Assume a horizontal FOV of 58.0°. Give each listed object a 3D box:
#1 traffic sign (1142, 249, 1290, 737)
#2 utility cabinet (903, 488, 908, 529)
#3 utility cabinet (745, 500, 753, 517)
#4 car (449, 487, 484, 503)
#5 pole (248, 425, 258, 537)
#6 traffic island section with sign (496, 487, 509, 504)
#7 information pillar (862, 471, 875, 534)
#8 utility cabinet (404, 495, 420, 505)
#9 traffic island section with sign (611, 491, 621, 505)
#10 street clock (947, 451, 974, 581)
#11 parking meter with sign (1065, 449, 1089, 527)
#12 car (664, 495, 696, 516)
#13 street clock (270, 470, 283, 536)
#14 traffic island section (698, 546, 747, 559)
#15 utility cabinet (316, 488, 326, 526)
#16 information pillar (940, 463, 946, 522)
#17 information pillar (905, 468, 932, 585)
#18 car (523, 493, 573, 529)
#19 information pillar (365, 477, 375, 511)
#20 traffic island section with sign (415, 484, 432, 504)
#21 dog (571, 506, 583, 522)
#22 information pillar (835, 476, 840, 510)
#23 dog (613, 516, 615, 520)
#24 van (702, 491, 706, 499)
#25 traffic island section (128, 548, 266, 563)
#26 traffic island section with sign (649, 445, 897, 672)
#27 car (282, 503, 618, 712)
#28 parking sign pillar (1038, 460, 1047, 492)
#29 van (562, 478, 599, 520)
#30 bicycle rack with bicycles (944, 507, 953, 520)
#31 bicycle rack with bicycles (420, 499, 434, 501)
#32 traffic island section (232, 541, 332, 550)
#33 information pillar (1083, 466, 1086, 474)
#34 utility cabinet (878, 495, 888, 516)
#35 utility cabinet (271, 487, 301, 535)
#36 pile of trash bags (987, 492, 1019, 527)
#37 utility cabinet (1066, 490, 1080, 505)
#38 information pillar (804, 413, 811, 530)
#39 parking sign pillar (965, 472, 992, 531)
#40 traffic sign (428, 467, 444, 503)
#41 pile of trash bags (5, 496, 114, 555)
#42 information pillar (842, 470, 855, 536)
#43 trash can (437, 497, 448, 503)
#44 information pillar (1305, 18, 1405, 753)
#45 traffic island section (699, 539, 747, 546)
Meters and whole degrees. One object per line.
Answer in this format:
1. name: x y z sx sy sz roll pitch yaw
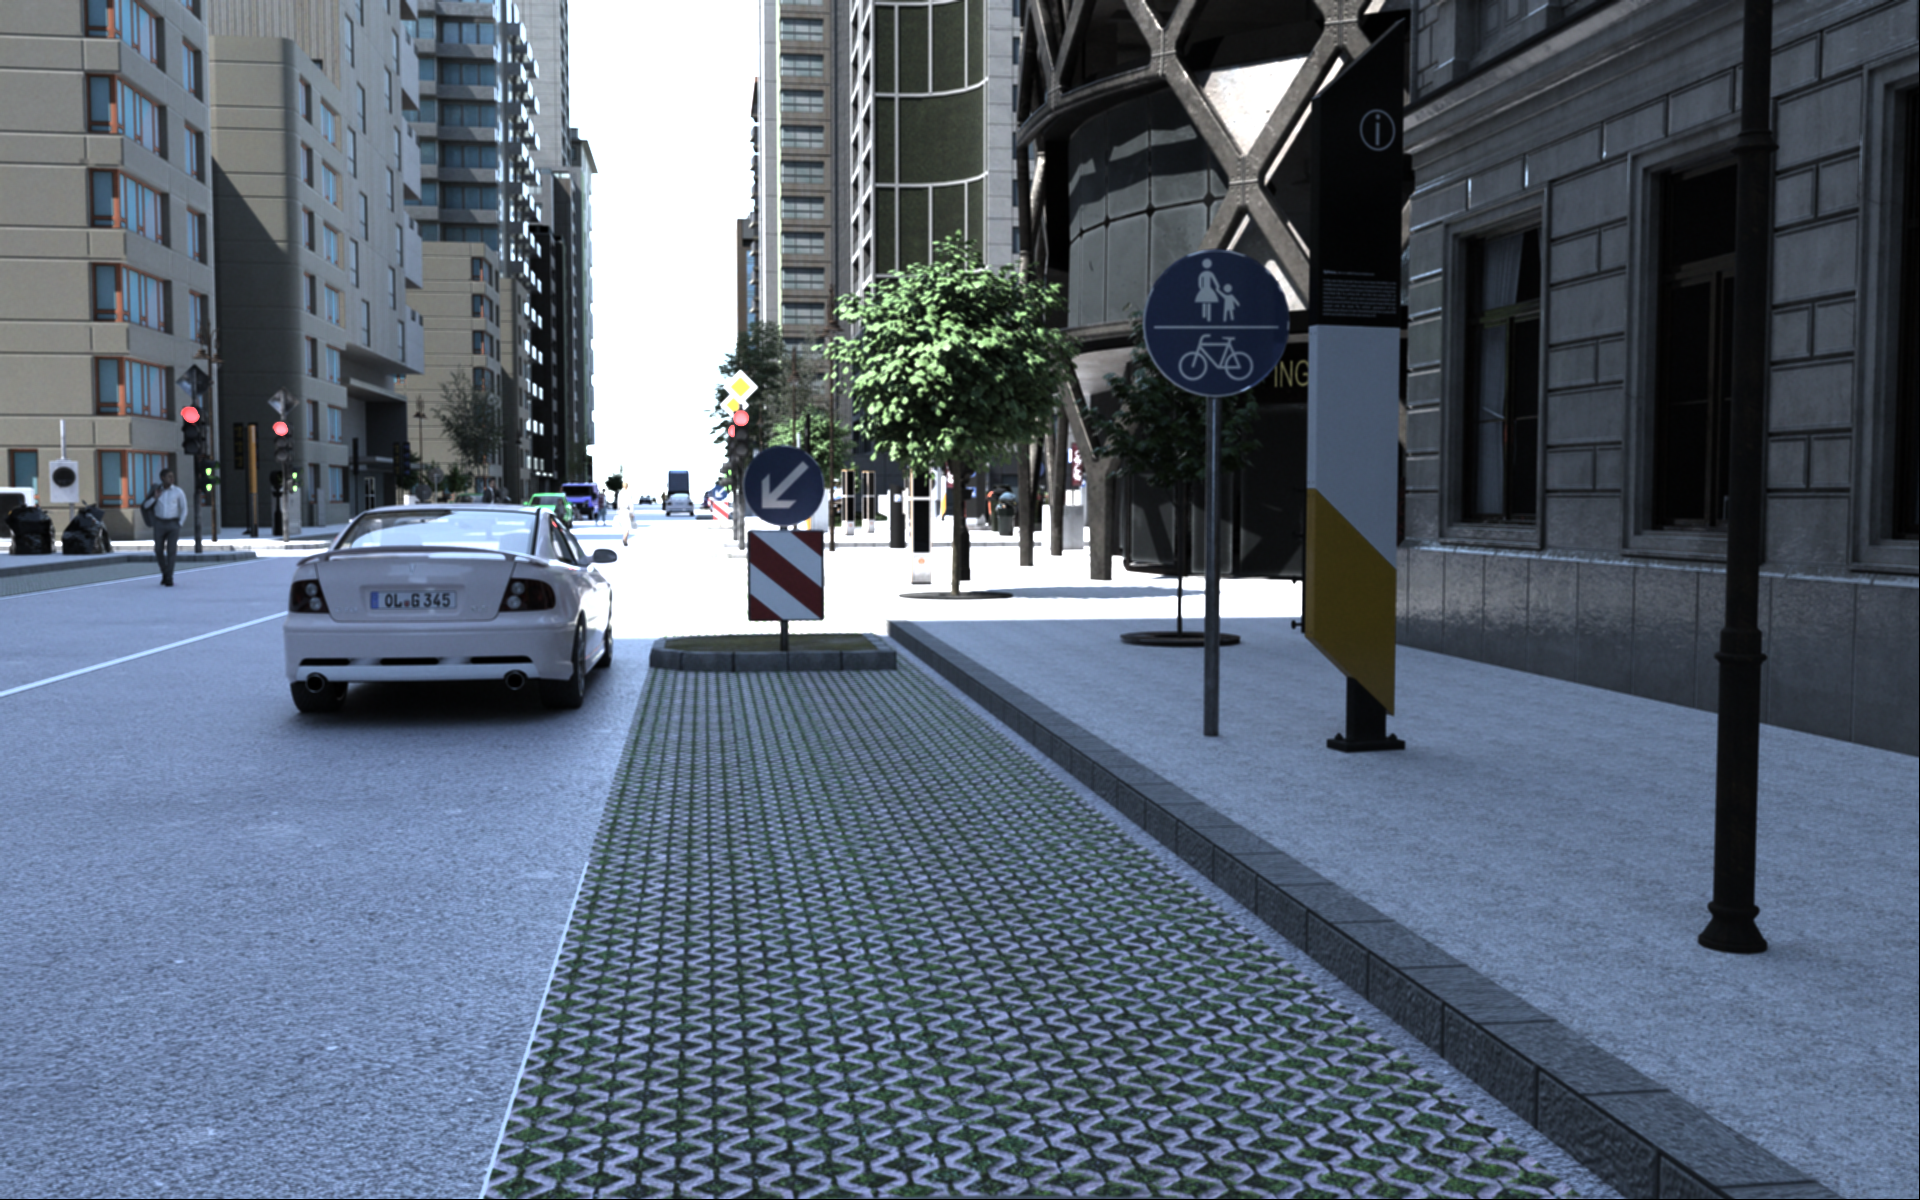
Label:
1. traffic sign: 1.335 -0.551 9.123 0.768 2.556 0.104 0 4 0
2. utility cabinet: -1.802 -3.294 62.536 0.318 1.500 1.173 -1 4 -15
3. utility cabinet: -11.954 -5.312 98.014 0.306 1.237 1.020 0 4 2
4. car: -22.600 -4.375 80.329 1.959 1.807 4.718 0 4 -8
5. pole: -20.894 -3.507 51.185 0.158 3.312 0.155 0 3 0
6. traffic island section with sign: -25.021 -5.271 94.809 1.989 1.847 2.006 -1 4 -8
7. information pillar: -2.953 -3.154 56.057 0.304 2.012 0.304 -3 5 -41
8. utility cabinet: -27.403 -4.615 86.621 0.306 1.237 1.020 1 4 13
9. traffic island section with sign: -44.263 -13.228 224.902 1.989 1.847 2.006 -1 4 -8
10. street clock: 0.033 -1.282 25.531 0.358 2.002 0.471 -2 4 -34
11. parking meter with sign: 5.012 -4.315 66.812 1.738 3.016 0.543 -2 4 -35
12. car: -18.560 -6.265 114.787 2.083 1.381 4.827 -1 4 -9
13. street clock: -20.837 -2.957 52.921 0.358 2.002 0.471 1 4 13
14. traffic island section: -4.926 -1.040 39.293 2.009 0.180 2.903 -1 4 -8
15. utility cabinet: -25.076 -3.629 68.008 0.318 1.500 1.173 -1 4 -22
16. information pillar: -0.770 -5.481 80.971 0.183 3.616 0.504 -1 4 -18
17. information pillar: -0.566 -1.222 24.475 0.304 2.012 0.304 -1 4 -10
18. car: -16.955 -3.830 71.417 1.959 1.807 4.718 -1 4 -10
19. information pillar: -26.089 -4.409 76.586 0.304 2.012 0.304 2 4 32
20. traffic island section with sign: -21.054 -3.629 67.956 1.989 1.847 2.006 -1 4 -8
21. dog: -19.832 -4.481 90.098 0.513 0.831 0.800 -3 5 -43
22. information pillar: -6.134 -5.765 85.618 0.504 3.616 0.183 3 5 44
23. dog: -16.222 -3.793 82.205 0.748 0.427 0.550 -2 4 -34
24. van: -32.400 -13.280 224.133 2.013 2.044 4.112 -1 4 -8
25. traffic island section: -16.543 -0.936 37.586 2.009 0.180 2.903 -1 4 -8
26. traffic island section with sign: -1.640 -0.378 14.805 1.989 1.847 2.006 -1 4 -8
27. car: -3.628 -0.030 12.845 2.083 1.381 4.827 0 4 -7
28. parking sign pillar: 4.357 -6.828 100.111 1.447 3.967 1.447 -1 4 -9
29. van: -21.387 -5.678 97.227 2.240 2.365 5.245 0 4 -7
30. bicycle rack with bicycles: 0.654 -4.503 87.009 2.925 0.926 2.852 -3 4 -38
31. bicycle rack with bicycles: -36.244 -6.380 117.702 2.852 0.926 2.925 -1 4 -23
32. traffic island section: -17.711 -1.419 45.485 2.009 0.180 2.903 -1 4 -8
33. information pillar: 6.379 -5.920 88.150 0.183 3.616 0.504 -3 4 -36
34. utility cabinet: -4.005 -5.117 94.817 1.020 1.237 0.306 3 5 42
35. utility cabinet: -20.924 -2.761 53.825 0.318 1.500 1.173 1 4 9
36. pile of trash bags: 1.888 -3.480 66.648 1.912 1.369 3.447 2 4 23
37. utility cabinet: 6.537 -5.402 97.001 1.173 1.500 0.318 1 4 13
38. information pillar: -4.419 -3.598 50.186 0.183 3.616 0.504 -1 4 -16
39. parking sign pillar: 0.543 -4.384 60.157 1.447 3.967 1.447 1 4 14
40. traffic sign: -24.926 -5.033 82.397 0.768 2.556 0.104 0 4 -7
41. pile of trash bags: -20.034 -1.681 37.230 3.447 1.369 1.912 0 4 -4
42. information pillar: -3.396 -2.949 52.709 0.304 2.012 0.304 -2 4 -30
43. trash can: -29.220 -5.259 97.642 0.748 1.137 0.748 0 3 0
44. information pillar: 1.967 -1.054 8.593 0.504 3.616 0.183 -1 4 -19
45. traffic island section: -6.095 -1.524 47.192 2.009 0.180 2.903 -1 4 -8
